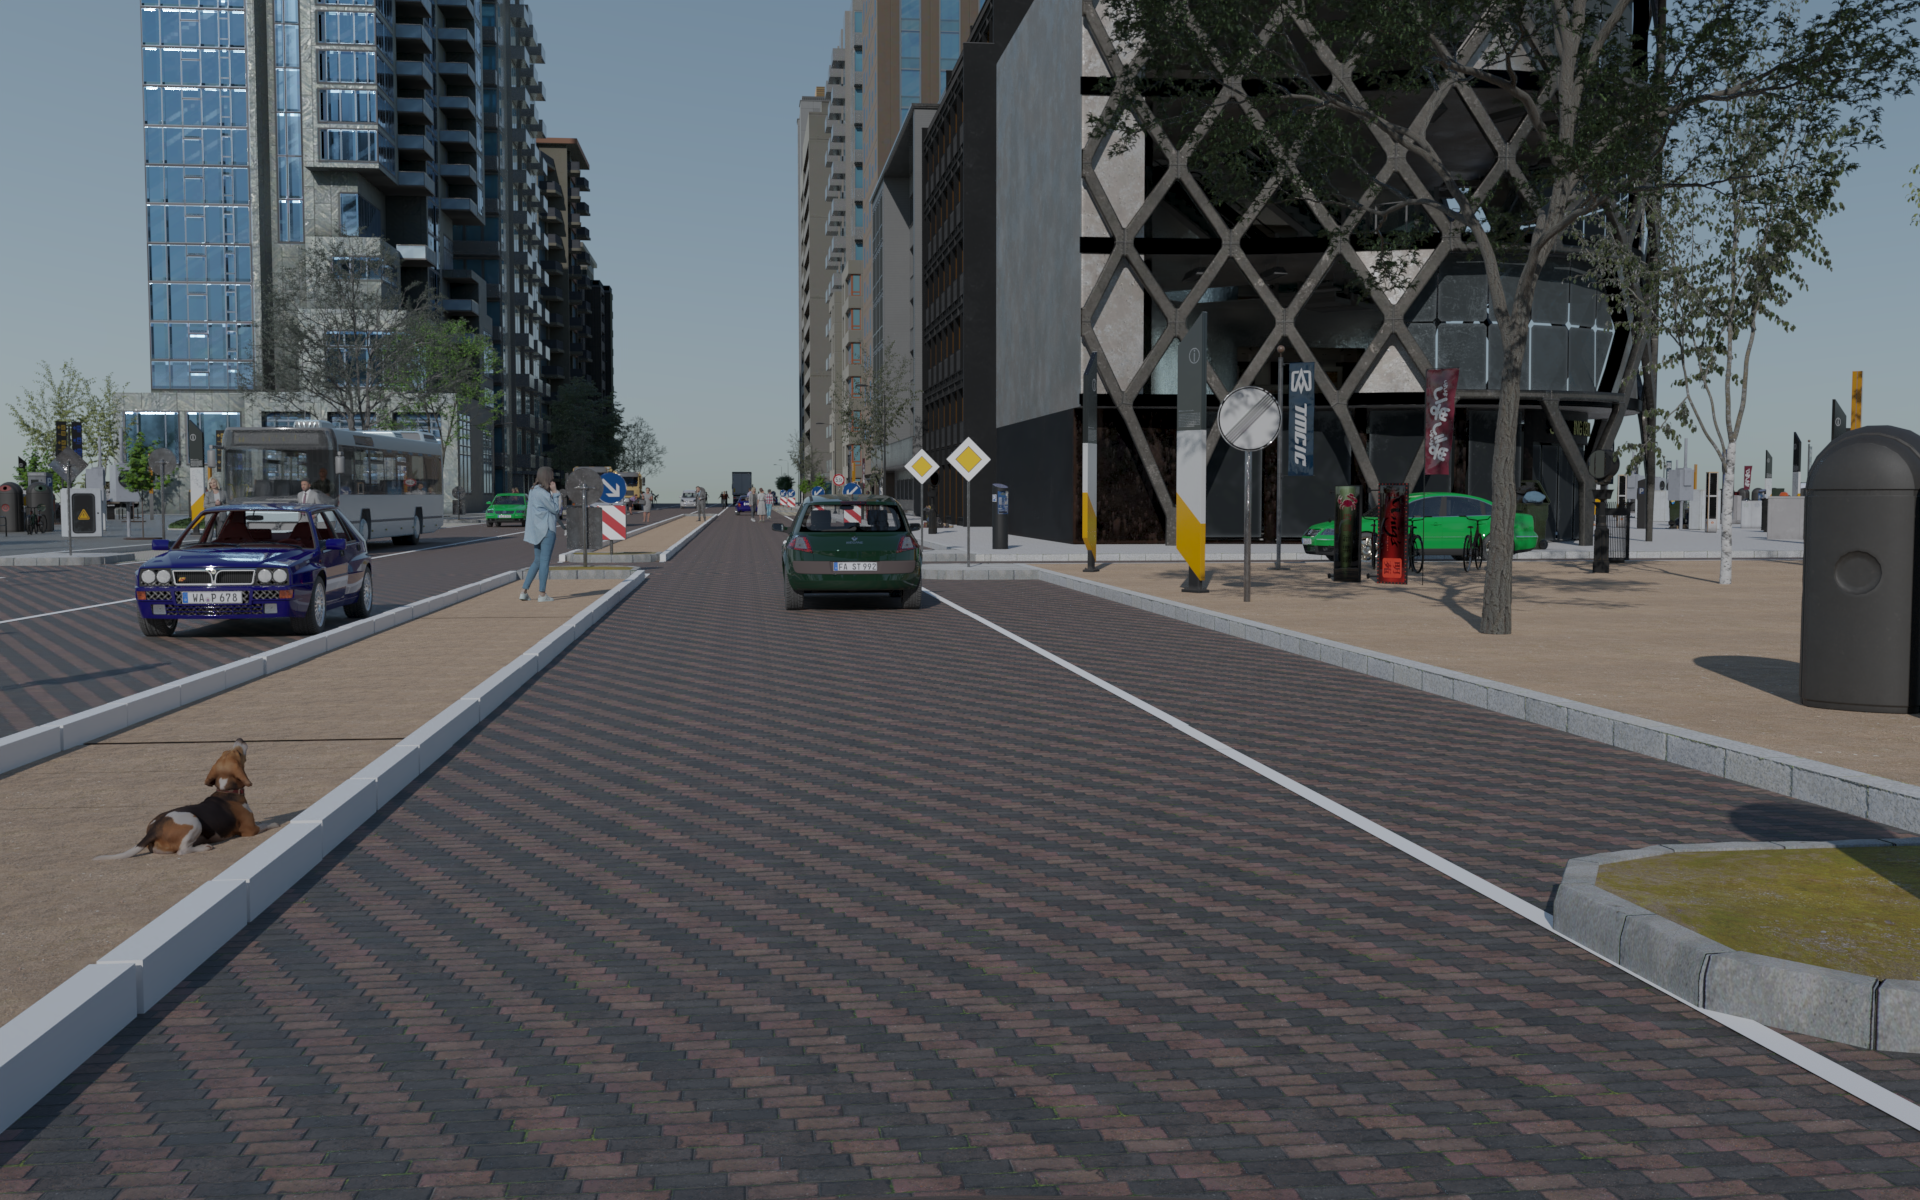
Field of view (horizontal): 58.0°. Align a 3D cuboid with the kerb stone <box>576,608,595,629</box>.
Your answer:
[{"bbox_3d":[-4.035,0.226,18.521,0.120,0.150,1.000,0,4,-7],"label":"kerb stone"}]

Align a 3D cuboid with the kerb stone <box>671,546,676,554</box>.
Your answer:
[{"bbox_3d":[-6.761,-1.110,40.388,0.120,0.150,1.000,0,4,-7],"label":"kerb stone"}]

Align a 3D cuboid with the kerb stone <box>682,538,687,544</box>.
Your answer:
[{"bbox_3d":[-7.646,-1.548,47.502,0.120,0.150,1.000,0,4,-7],"label":"kerb stone"}]

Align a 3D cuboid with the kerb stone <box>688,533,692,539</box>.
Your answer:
[{"bbox_3d":[-8.293,-1.859,52.584,0.120,0.150,1.000,0,4,-7],"label":"kerb stone"}]

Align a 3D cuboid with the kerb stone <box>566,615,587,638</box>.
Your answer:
[{"bbox_3d":[-3.901,0.287,17.497,0.120,0.150,1.000,0,4,-7],"label":"kerb stone"}]

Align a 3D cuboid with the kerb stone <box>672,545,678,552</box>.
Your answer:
[{"bbox_3d":[-6.894,-1.172,41.408,0.120,0.150,1.000,0,4,-7],"label":"kerb stone"}]

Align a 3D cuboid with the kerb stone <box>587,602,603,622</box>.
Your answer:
[{"bbox_3d":[-4.156,0.163,19.536,0.120,0.150,1.000,0,4,-7],"label":"kerb stone"}]

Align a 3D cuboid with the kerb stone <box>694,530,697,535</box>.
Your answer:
[{"bbox_3d":[-8.919,-2.170,57.672,0.120,0.150,1.000,0,4,-7],"label":"kerb stone"}]

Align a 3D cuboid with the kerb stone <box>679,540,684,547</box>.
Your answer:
[{"bbox_3d":[-7.394,-1.418,45.474,0.120,0.150,1.000,0,4,-7],"label":"kerb stone"}]

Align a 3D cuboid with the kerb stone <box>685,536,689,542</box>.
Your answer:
[{"bbox_3d":[-7.908,-1.672,49.538,0.120,0.150,1.000,0,4,-7],"label":"kerb stone"}]

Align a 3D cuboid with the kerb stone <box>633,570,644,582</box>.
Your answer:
[{"bbox_3d":[-5.175,-0.335,27.669,0.120,0.150,1.000,0,4,-7],"label":"kerb stone"}]

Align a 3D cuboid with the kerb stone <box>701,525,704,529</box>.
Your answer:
[{"bbox_3d":[-10.065,-2.730,66.827,0.120,0.150,1.000,0,4,-7],"label":"kerb stone"}]

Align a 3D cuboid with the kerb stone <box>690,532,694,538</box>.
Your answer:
[{"bbox_3d":[-8.547,-1.980,54.625,0.120,0.150,1.000,0,4,-7],"label":"kerb stone"}]

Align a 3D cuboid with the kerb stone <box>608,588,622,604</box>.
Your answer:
[{"bbox_3d":[-4.541,-0.024,22.582,0.120,0.150,1.000,0,4,-7],"label":"kerb stone"}]

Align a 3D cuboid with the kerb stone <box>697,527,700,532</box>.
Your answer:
[{"bbox_3d":[-9.440,-2.419,61.746,0.120,0.150,1.000,0,4,-7],"label":"kerb stone"}]

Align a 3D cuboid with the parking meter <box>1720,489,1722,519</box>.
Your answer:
[{"bbox_3d":[38.393,-4.827,87.336,0.372,1.533,0.369,0,3,0],"label":"parking meter"}]

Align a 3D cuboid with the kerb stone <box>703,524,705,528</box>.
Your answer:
[{"bbox_3d":[-10.326,-2.852,68.866,0.120,0.150,1.000,0,4,-7],"label":"kerb stone"}]

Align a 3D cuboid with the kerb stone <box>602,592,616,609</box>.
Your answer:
[{"bbox_3d":[-4.409,0.039,21.564,0.120,0.150,1.000,0,4,-7],"label":"kerb stone"}]

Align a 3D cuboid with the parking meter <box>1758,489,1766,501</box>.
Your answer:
[{"bbox_3d":[41.194,-4.926,88.954,0.372,1.533,0.369,0,3,0],"label":"parking meter"}]

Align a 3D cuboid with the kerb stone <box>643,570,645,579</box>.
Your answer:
[{"bbox_3d":[-5.309,-0.397,28.682,0.120,0.150,1.000,0,4,-7],"label":"kerb stone"}]

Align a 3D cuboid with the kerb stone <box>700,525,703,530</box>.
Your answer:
[{"bbox_3d":[-9.941,-2.666,65.813,0.120,0.150,1.000,0,4,-7],"label":"kerb stone"}]

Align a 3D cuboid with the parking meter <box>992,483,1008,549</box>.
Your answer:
[{"bbox_3d":[0.937,-1.950,40.296,0.372,1.533,0.369,0,3,0],"label":"parking meter"}]

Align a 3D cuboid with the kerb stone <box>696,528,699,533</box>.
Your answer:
[{"bbox_3d":[-9.173,-2.294,59.709,0.120,0.150,1.000,0,4,-7],"label":"kerb stone"}]

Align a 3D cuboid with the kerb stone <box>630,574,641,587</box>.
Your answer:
[{"bbox_3d":[-5.044,-0.268,26.655,0.120,0.150,1.000,0,4,-7],"label":"kerb stone"}]

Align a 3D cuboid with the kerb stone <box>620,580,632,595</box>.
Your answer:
[{"bbox_3d":[-4.792,-0.148,24.619,0.120,0.150,1.000,0,4,-7],"label":"kerb stone"}]

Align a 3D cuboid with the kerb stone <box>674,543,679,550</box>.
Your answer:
[{"bbox_3d":[-7.029,-1.233,42.427,0.120,0.150,1.000,0,4,-7],"label":"kerb stone"}]

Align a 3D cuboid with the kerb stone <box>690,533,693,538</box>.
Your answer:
[{"bbox_3d":[-8.414,-1.921,53.611,0.120,0.150,1.000,0,4,-7],"label":"kerb stone"}]

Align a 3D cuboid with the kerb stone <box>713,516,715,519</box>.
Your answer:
[{"bbox_3d":[-13.250,-4.285,92.265,0.120,0.150,1.000,0,4,-7],"label":"kerb stone"}]

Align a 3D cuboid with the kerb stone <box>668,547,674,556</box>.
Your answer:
[{"bbox_3d":[-6.637,-1.048,39.367,0.120,0.150,1.000,0,4,-7],"label":"kerb stone"}]

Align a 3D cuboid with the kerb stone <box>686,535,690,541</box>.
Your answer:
[{"bbox_3d":[-8.038,-1.735,50.556,0.120,0.150,1.000,0,4,-7],"label":"kerb stone"}]

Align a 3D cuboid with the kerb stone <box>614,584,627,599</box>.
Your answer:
[{"bbox_3d":[-4.662,-0.086,23.598,0.120,0.150,1.000,0,4,-7],"label":"kerb stone"}]

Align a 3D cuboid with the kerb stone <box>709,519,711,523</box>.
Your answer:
[{"bbox_3d":[-11.849,-3.602,81.094,0.120,0.150,1.000,0,4,-7],"label":"kerb stone"}]

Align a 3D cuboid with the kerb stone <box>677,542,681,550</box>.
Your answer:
[{"bbox_3d":[-7.145,-1.300,43.445,0.120,0.150,1.000,0,4,-7],"label":"kerb stone"}]

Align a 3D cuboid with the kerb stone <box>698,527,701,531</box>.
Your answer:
[{"bbox_3d":[-9.559,-2.481,62.765,0.120,0.150,1.000,0,4,-7],"label":"kerb stone"}]

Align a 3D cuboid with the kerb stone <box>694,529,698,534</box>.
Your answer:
[{"bbox_3d":[-9.049,-2.229,58.695,0.120,0.150,1.000,0,4,-7],"label":"kerb stone"}]

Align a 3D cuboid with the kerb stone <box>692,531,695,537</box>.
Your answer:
[{"bbox_3d":[-8.665,-2.046,55.641,0.120,0.150,1.000,0,4,-7],"label":"kerb stone"}]

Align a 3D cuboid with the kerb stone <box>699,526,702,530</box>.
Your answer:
[{"bbox_3d":[-9.683,-2.543,63.781,0.120,0.150,1.000,0,4,-7],"label":"kerb stone"}]

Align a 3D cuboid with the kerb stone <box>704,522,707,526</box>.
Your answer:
[{"bbox_3d":[-10.700,-3.041,71.919,0.120,0.150,1.000,0,4,-7],"label":"kerb stone"}]

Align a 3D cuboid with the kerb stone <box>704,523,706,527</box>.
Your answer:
[{"bbox_3d":[-10.578,-2.979,70.899,0.120,0.150,1.000,0,4,-7],"label":"kerb stone"}]

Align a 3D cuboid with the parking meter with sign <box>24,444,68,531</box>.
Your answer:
[{"bbox_3d":[-32.111,-3.929,60.504,1.738,3.016,0.543,0,4,7],"label":"parking meter with sign"}]

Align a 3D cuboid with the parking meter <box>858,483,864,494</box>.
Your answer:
[{"bbox_3d":[-5.006,-4.943,86.535,0.399,1.863,0.255,0,4,5],"label":"parking meter"}]

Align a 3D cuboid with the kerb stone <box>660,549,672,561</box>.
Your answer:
[{"bbox_3d":[-6.505,-0.988,38.350,0.120,0.150,1.000,0,4,-7],"label":"kerb stone"}]

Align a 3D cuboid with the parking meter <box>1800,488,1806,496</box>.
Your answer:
[{"bbox_3d":[32.960,-3.639,67.915,0.372,1.533,0.369,0,3,0],"label":"parking meter"}]

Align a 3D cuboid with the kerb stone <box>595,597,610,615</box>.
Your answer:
[{"bbox_3d":[-4.284,0.102,20.550,0.120,0.150,1.000,0,4,-7],"label":"kerb stone"}]

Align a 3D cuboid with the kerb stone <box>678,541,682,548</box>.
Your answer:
[{"bbox_3d":[-7.269,-1.361,44.459,0.120,0.150,1.000,0,4,-7],"label":"kerb stone"}]

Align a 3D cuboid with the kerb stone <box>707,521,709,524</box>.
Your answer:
[{"bbox_3d":[-11.208,-3.288,75.986,0.120,0.150,1.000,0,4,-7],"label":"kerb stone"}]

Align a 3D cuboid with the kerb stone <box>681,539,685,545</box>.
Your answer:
[{"bbox_3d":[-7.526,-1.484,46.487,0.120,0.150,1.000,0,4,-7],"label":"kerb stone"}]

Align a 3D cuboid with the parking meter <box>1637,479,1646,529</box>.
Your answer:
[{"bbox_3d":[25.178,-3.556,63.844,0.255,1.863,0.399,-2,4,-32],"label":"parking meter"}]

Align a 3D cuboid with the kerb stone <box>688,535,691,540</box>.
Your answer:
[{"bbox_3d":[-8.162,-1.788,51.571,0.120,0.150,1.000,0,4,-7],"label":"kerb stone"}]

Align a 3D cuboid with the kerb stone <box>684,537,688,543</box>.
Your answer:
[{"bbox_3d":[-7.781,-1.607,48.515,0.120,0.150,1.000,0,4,-7],"label":"kerb stone"}]

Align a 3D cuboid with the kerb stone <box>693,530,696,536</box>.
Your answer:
[{"bbox_3d":[-8.792,-2.108,56.655,0.120,0.150,1.000,0,4,-7],"label":"kerb stone"}]

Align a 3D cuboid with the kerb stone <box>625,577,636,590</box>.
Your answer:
[{"bbox_3d":[-4.919,-0.210,25.634,0.120,0.150,1.000,0,4,-7],"label":"kerb stone"}]
